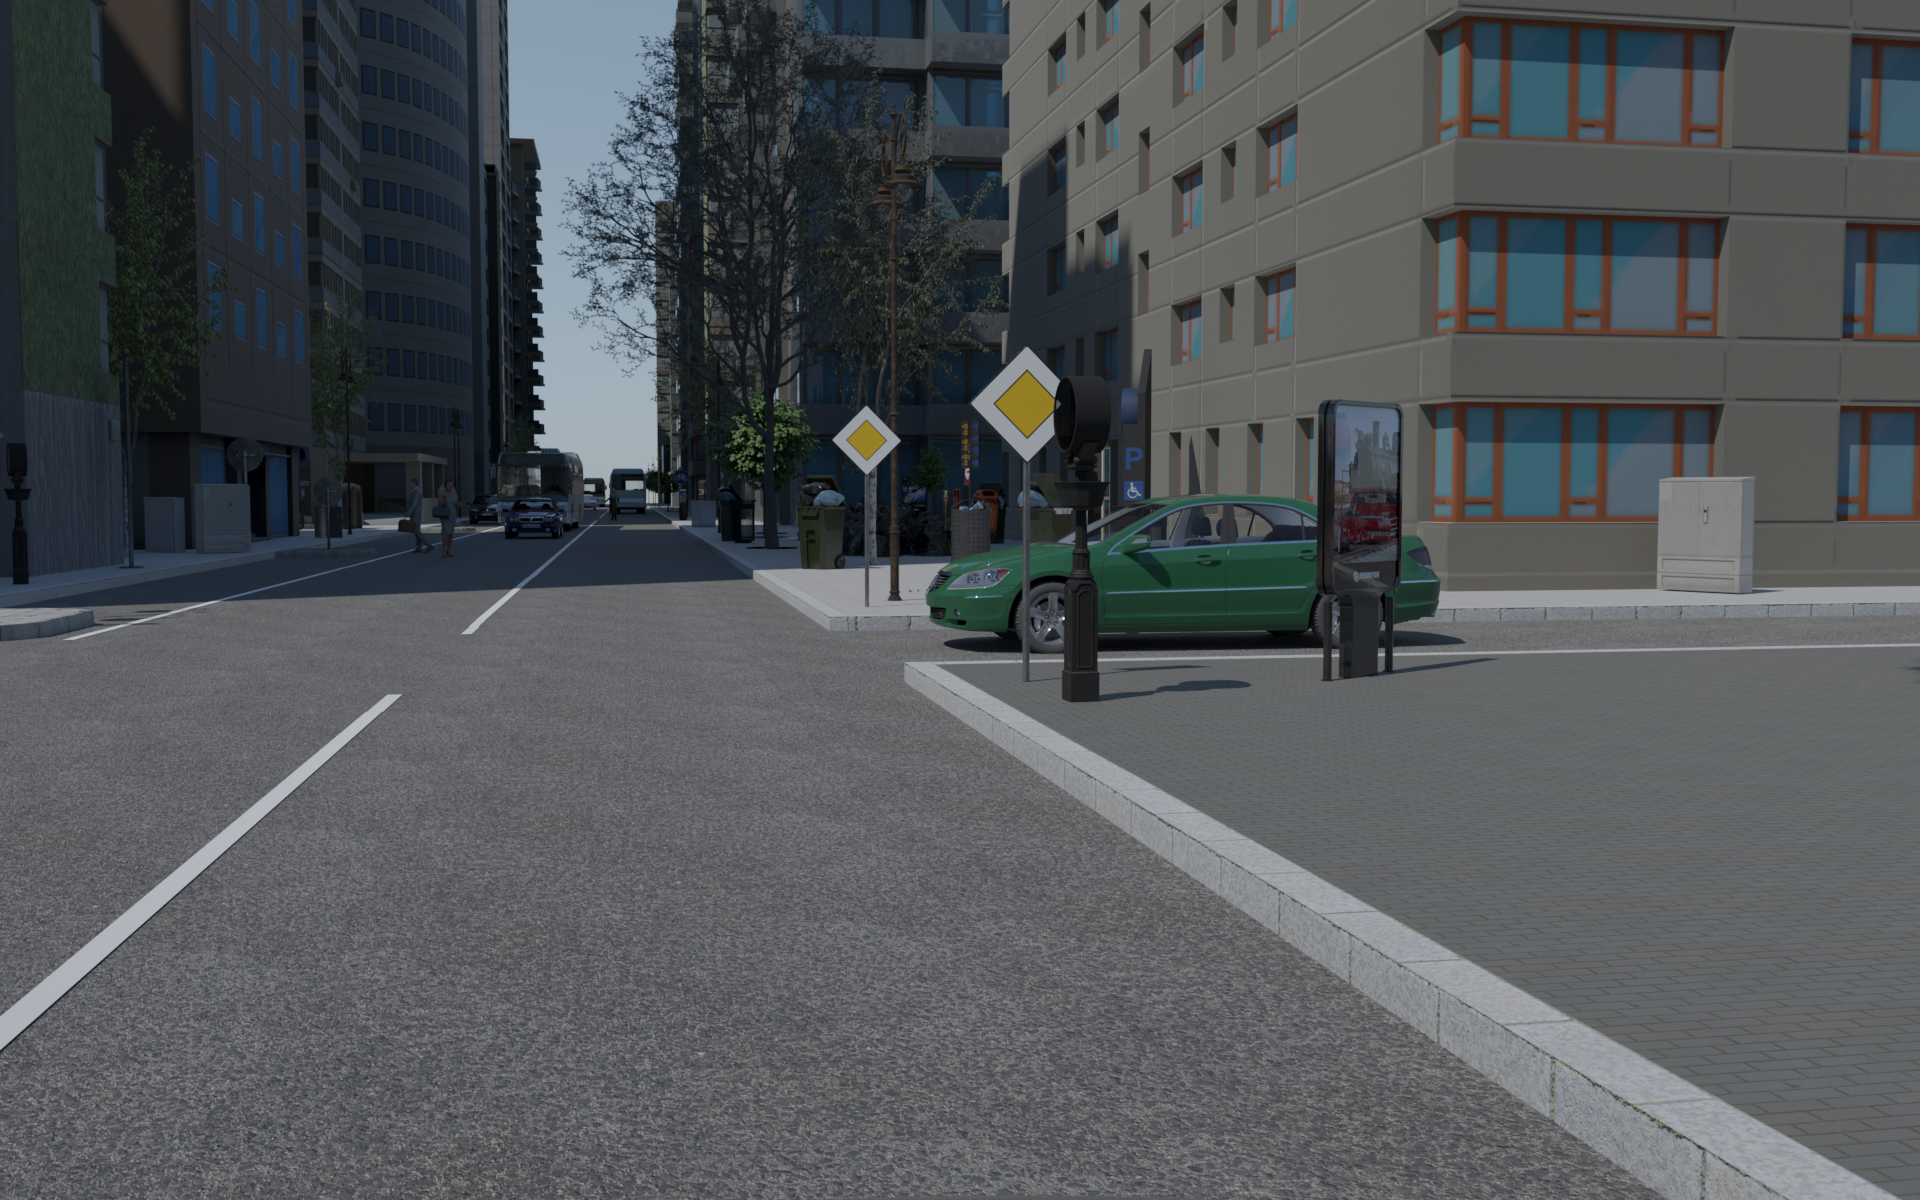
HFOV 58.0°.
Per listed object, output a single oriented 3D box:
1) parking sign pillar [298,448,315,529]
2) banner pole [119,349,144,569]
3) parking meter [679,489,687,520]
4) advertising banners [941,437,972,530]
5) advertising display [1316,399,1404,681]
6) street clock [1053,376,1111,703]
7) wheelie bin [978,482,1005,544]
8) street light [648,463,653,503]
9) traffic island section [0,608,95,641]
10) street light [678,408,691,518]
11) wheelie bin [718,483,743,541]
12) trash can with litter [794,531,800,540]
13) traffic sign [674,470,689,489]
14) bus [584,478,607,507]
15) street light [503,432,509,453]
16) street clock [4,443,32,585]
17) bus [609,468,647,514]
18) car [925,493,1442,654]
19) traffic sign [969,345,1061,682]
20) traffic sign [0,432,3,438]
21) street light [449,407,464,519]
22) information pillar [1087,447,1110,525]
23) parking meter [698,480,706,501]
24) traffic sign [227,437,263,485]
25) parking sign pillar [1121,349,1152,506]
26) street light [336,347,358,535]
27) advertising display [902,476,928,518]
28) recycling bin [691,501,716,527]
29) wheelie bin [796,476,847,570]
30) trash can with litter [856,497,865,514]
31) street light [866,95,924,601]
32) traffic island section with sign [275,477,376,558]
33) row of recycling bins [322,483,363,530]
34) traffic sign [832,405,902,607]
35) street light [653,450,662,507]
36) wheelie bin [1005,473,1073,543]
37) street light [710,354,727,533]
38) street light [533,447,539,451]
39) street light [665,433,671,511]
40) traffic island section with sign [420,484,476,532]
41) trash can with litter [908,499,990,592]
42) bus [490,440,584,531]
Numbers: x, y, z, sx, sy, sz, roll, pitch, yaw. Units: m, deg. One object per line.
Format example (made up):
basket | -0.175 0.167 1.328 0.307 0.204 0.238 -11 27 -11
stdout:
parking sign pillar | -24.281 -4.585 63.432 1.447 3.967 1.447 0 4 5
banner pole | -14.441 -2.452 30.107 0.401 3.779 0.863 -1 4 -22
parking meter | -13.535 -4.660 84.596 0.372 1.533 0.369 0 3 0
advertising banners | -0.100 -3.563 54.446 0.090 3.025 2.074 -2 4 -27
advertising display | 2.808 -0.424 12.146 0.123 1.923 0.974 3 5 43
street clock | 0.749 -0.375 10.703 0.358 2.002 0.471 -1 4 -14
wheelie bin | 0.786 -2.264 44.927 0.980 1.594 0.693 2 4 30
street light | -37.819 -14.721 213.472 0.468 5.910 1.993 -1 4 -11
traffic island section | -10.310 0.266 17.926 2.009 0.180 2.903 -1 4 -11
street light | -15.306 -7.519 95.718 0.468 5.910 1.993 -1 4 -11
wheelie bin | -6.256 -2.405 47.223 0.693 1.594 0.980 -1 4 -9
trash can with litter | -4.071 -2.239 47.987 1.055 1.170 0.624 0 4 -3
traffic sign | -14.545 -5.522 90.386 0.768 2.556 0.104 -1 4 -10
bus | -40.169 -11.926 189.849 2.948 3.499 13.247 -1 4 -11
street light | -33.885 -9.586 129.525 0.468 5.910 1.993 -1 4 -11
street clock | -13.358 -1.224 24.577 0.358 2.002 0.471 -2 4 -33
bus | -24.932 -8.272 130.108 2.948 3.499 13.247 -1 4 -11
car | 2.109 -0.293 16.596 4.920 1.459 2.131 -1 4 -10
traffic sign | 0.448 -0.497 11.771 0.795 2.450 0.064 -1 4 -11
traffic sign | -10.288 -0.870 17.868 0.795 2.450 0.064 -1 4 -11
street light | -26.858 -7.342 92.825 0.468 5.910 1.993 -1 4 -11
information pillar | 2.141 -1.372 26.922 0.304 2.012 0.304 2 4 24
parking meter | -10.712 -4.057 72.037 0.255 1.863 0.399 0 4 5
traffic sign | -16.105 -2.381 39.040 0.768 2.556 0.104 -1 4 -11
parking sign pillar | 3.237 -2.642 31.663 1.447 3.967 1.447 1 4 11
street light | -19.298 -5.005 54.615 0.468 5.910 1.993 -1 4 -11
advertising display | -1.658 -3.564 63.481 0.974 1.923 0.123 1 4 22
recycling bin | -9.983 -3.356 67.429 0.722 1.027 0.722 -3 4 -39
wheelie bin | -2.360 -1.326 29.587 0.980 1.594 0.693 3 4 36
trash can with litter | -3.274 -3.189 63.534 0.624 1.170 1.055 2 4 35
street light | -0.785 -2.928 20.653 0.468 5.910 1.993 -1 4 -11
traffic island section with sign | -14.530 -1.906 39.797 1.989 1.847 2.006 -1 4 -11
row of recycling bins | -22.656 -3.446 63.451 1.069 1.692 3.534 -1 4 -8
traffic sign | -1.058 -0.977 19.613 0.795 2.450 0.064 -1 4 -11
street light | -30.859 -12.510 177.327 0.468 5.910 1.993 -1 4 -11
wheelie bin | 1.288 -1.130 26.383 0.693 1.594 0.980 2 4 35
street light | -7.903 -5.136 56.768 0.468 5.910 1.993 -1 4 -11
street light | -42.458 -12.337 174.498 0.468 5.910 1.993 -1 4 -11
street light | -22.292 -9.747 132.146 0.468 5.910 1.993 -1 4 -11
traffic island section with sign | -19.602 -3.526 66.273 1.989 1.847 2.006 -1 4 -11
trash can with litter | 0.514 -0.732 23.021 2.233 1.210 1.678 1 4 9
bus | -16.768 -4.576 69.684 2.948 3.499 13.247 -1 4 -9
